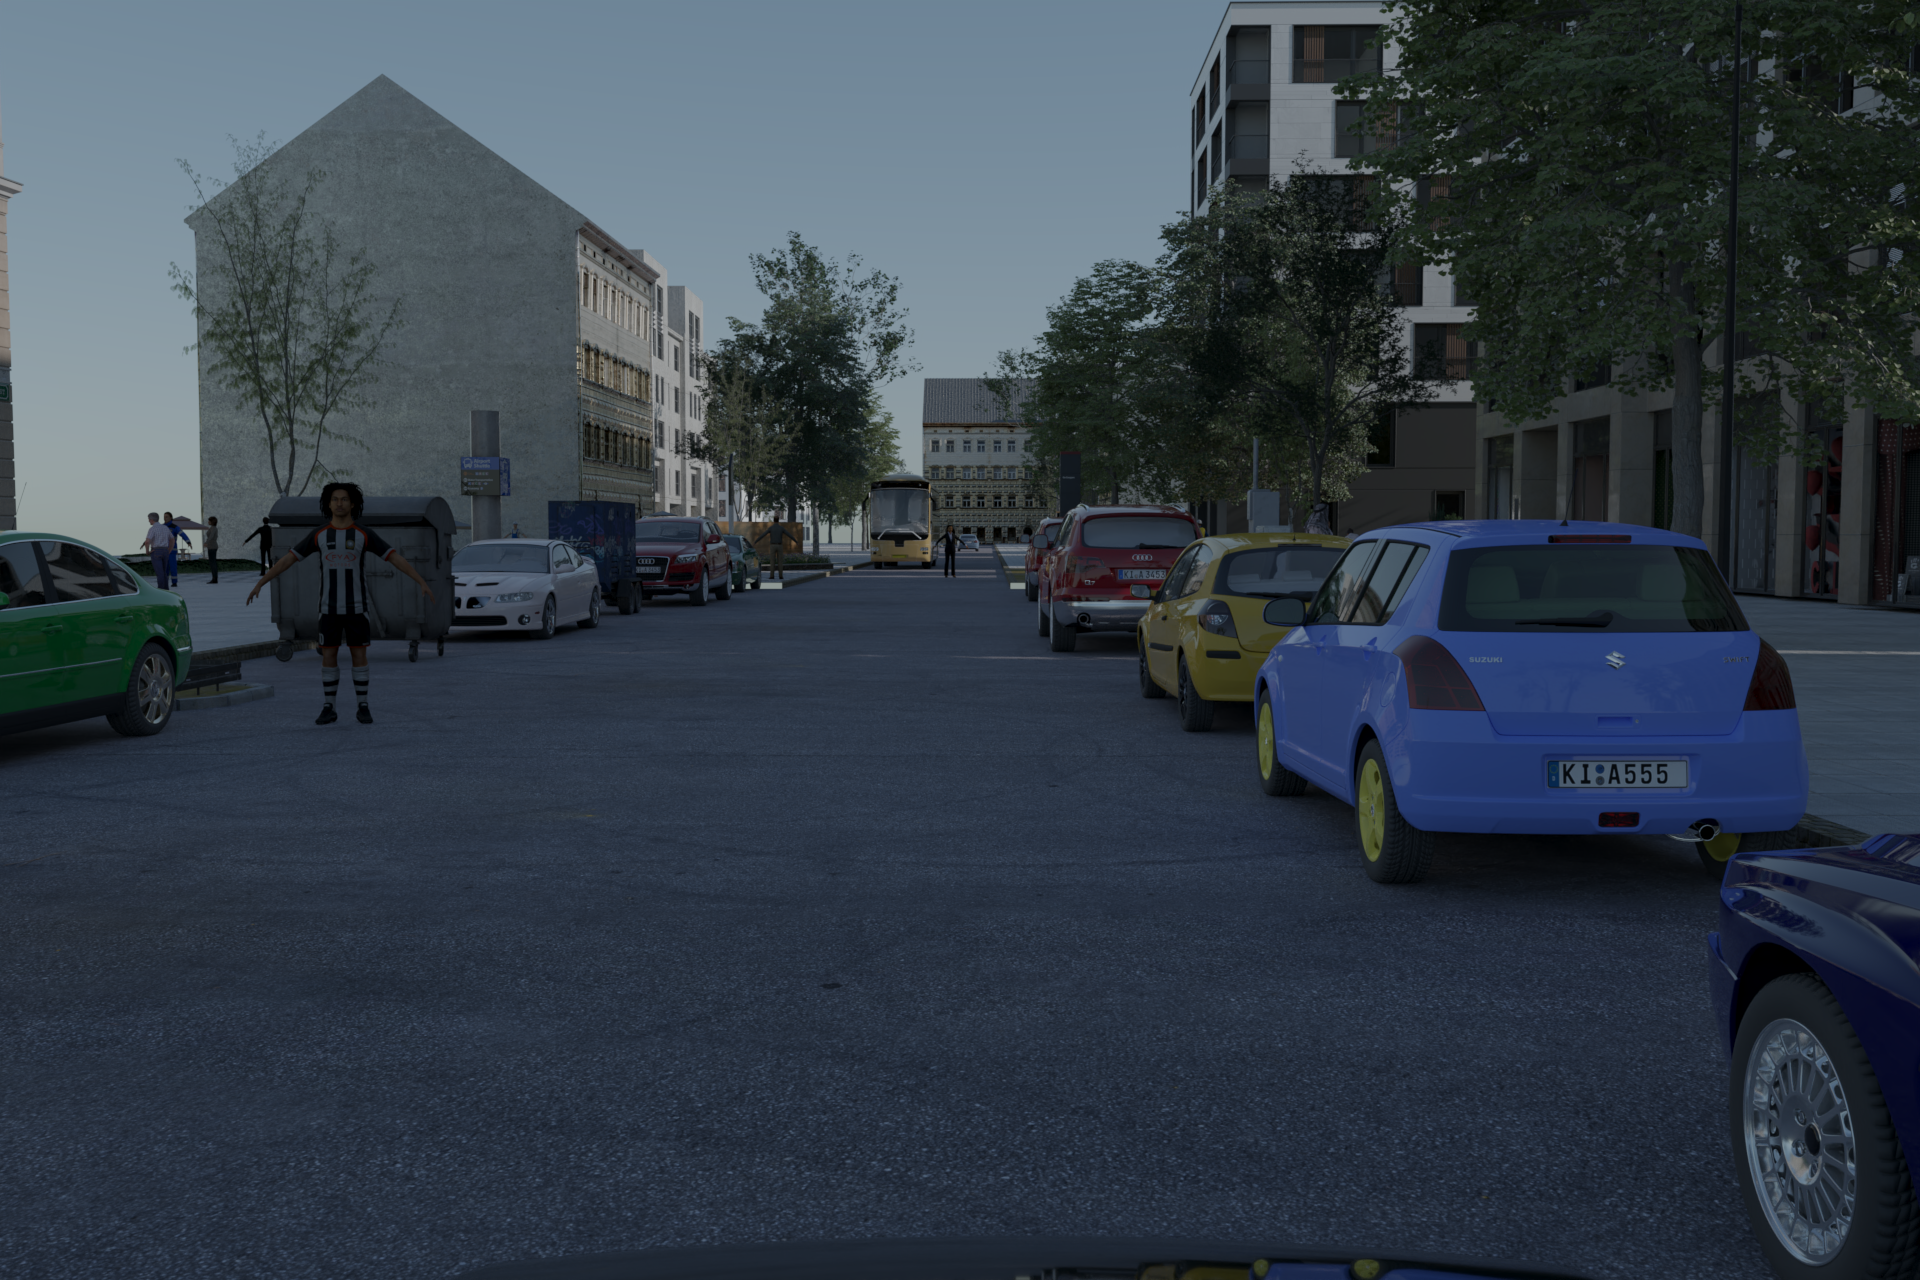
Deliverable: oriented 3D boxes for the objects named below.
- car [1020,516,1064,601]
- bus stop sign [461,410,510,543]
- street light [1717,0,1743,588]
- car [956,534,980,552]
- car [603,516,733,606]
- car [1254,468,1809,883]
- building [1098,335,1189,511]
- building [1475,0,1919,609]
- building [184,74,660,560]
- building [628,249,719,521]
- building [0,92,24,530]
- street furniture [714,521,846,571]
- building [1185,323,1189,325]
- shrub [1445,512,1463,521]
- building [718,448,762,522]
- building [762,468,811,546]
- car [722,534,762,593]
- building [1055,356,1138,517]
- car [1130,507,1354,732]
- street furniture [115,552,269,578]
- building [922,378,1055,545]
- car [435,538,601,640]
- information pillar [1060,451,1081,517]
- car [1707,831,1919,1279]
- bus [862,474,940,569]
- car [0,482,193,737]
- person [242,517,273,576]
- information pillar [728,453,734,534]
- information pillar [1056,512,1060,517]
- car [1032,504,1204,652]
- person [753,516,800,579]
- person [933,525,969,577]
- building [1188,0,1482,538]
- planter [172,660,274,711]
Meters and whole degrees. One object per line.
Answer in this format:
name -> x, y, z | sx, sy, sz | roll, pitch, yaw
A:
car -> 2.479, -1.816, 38.361 | 2.281, 1.827, 5.304 | 0, 4, 1
bus stop sign -> -10.171, -2.946, 37.180 | 0.837, 3.901, 0.837 | 0, 3, 0
street light -> 6.713, -2.527, 13.864 | 1.470, 5.913, 1.316 | 0, 4, 1
car -> 0.656, -7.990, 142.638 | 2.014, 1.417, 4.499 | 0, 4, 0
car -> -6.034, -1.682, 36.166 | 2.281, 1.827, 5.304 | 0, 4, 1
car -> 2.507, 0.073, 8.404 | 1.945, 1.707, 3.694 | 0, 4, -1
building -> 24.463, -21.431, 181.322 | 19.493, 23.208, 18.063 | 0, 4, 1
building -> 24.822, -14.126, 34.165 | 19.351, 26.588, 34.151 | 0, 4, 1
building -> -27.370, -15.987, 92.309 | 19.493, 23.208, 18.063 | 0, 4, 1
building -> -27.910, -15.728, 123.617 | 16.747, 18.905, 31.486 | 0, 4, 0
building -> -32.634, -15.415, 37.941 | 13.634, 28.700, 20.117 | 0, 4, 2
street furniture -> -9.039, -3.336, 61.392 | 11.010, 1.723, 9.812 | 2, 4, 32
building -> 25.802, -17.418, 115.720 | 19.493, 23.208, 18.063 | 0, 4, 1
shrub -> 17.441, -3.500, 61.265 | 1.661, 2.075, 1.752 | 0, 3, 0
building -> -23.420, -13.727, 166.591 | 9.099, 9.664, 28.070 | 0, 4, 1
building -> -21.482, -15.637, 197.815 | 9.099, 9.664, 28.070 | 0, 3, 0
car -> -6.160, -1.967, 43.966 | 2.131, 1.459, 4.920 | 0, 4, 1
building -> 25.627, -22.708, 215.243 | 27.936, 21.610, 32.646 | 0, 4, 1
car -> 2.440, -0.230, 13.977 | 2.015, 1.641, 3.980 | 0, 4, 0
street furniture -> -26.135, -2.443, 55.570 | 5.734, 0.657, 10.072 | 0, 4, 2
building -> 4.058, -25.015, 242.383 | 18.063, 23.208, 19.493 | 0, 4, 1
car -> -6.471, -0.775, 25.035 | 2.083, 1.381, 4.827 | 0, 4, 1
information pillar -> 3.463, -3.986, 54.542 | 0.750, 3.857, 0.750 | 0, 4, 1
car -> 2.394, 0.646, 2.025 | 1.945, 1.354, 3.894 | 0, 4, 0
bus -> -2.298, -5.067, 74.394 | 2.896, 3.916, 12.252 | 0, 4, 1
car -> -6.626, -0.133, 10.966 | 1.959, 1.807, 4.718 | 0, 4, 1
person -> -21.217, -2.861, 52.968 | 1.347, 1.806, 0.705 | -2, 4, -32
information pillar -> -6.626, -3.597, 50.158 | 0.183, 3.616, 0.504 | 0, 4, 1
information pillar -> 3.313, -3.226, 57.239 | 0.304, 2.012, 0.304 | 0, 4, 2
car -> 2.106, -0.851, 22.593 | 2.281, 1.827, 5.304 | 0, 3, 0
person -> -5.221, -2.626, 49.206 | 1.348, 1.796, 0.705 | -1, 4, -11
person -> -0.308, -2.932, 57.112 | 1.216, 1.740, 0.721 | -1, 4, -16
building -> 24.664, -14.610, 82.856 | 27.936, 21.610, 32.646 | 0, 4, 1
planter -> -7.069, 0.385, 14.847 | 1.991, 0.319, 1.994 | 0, 4, 1
